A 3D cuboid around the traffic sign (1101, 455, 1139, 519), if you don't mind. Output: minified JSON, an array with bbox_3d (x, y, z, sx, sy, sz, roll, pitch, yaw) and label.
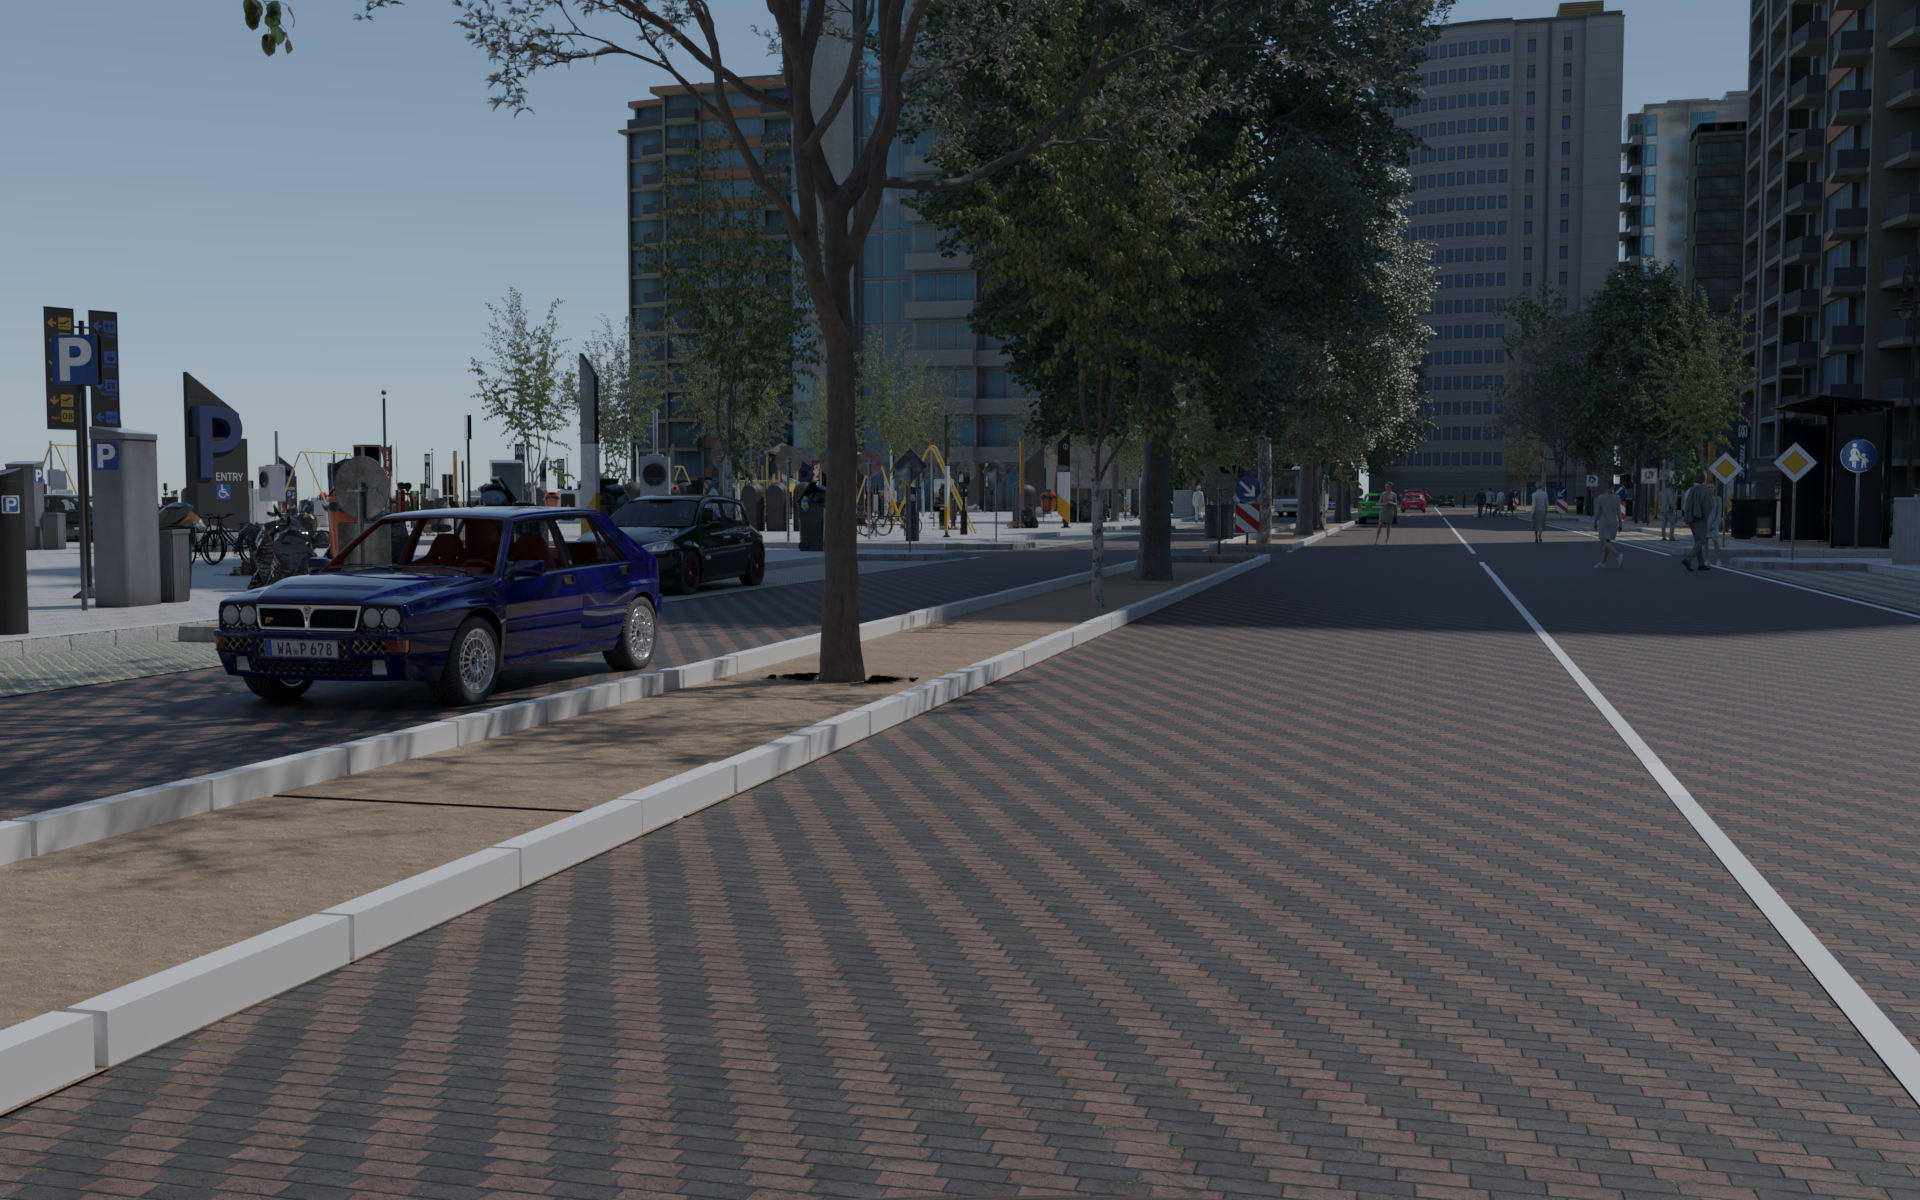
[{"bbox_3d":[8.067,-5.766,88.139,2.265,3.308,0.079,1,4,19],"label":"traffic sign"}]

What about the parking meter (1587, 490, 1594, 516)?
[{"bbox_3d":[36.731,-5.659,100.933,0.372,1.533,0.369,0,3,0],"label":"parking meter"}]

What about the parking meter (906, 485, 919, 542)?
[{"bbox_3d":[-1.287,-2.355,46.909,0.372,1.533,0.369,0,3,0],"label":"parking meter"}]

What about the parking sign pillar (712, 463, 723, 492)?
[{"bbox_3d":[-12.955,-6.420,93.445,1.447,3.967,1.447,1,4,14],"label":"parking sign pillar"}]

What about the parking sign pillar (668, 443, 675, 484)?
[{"bbox_3d":[-15.384,-6.296,91.415,1.447,3.967,1.447,0,4,2],"label":"parking sign pillar"}]

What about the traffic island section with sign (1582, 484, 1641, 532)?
[{"bbox_3d":[24.889,-3.519,66.171,1.989,1.847,2.006,1,4,15],"label":"traffic island section with sign"}]

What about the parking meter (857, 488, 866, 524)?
[{"bbox_3d":[-4.136,-3.916,72.433,0.372,1.533,0.369,0,3,0],"label":"parking meter"}]

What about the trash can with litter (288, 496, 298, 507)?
[{"bbox_3d":[-30.356,-4.170,79.239,2.233,1.210,1.678,2,4,31],"label":"trash can with litter"}]

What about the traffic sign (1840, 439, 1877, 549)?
[{"bbox_3d":[20.910,-2.462,40.353,0.768,2.556,0.104,1,4,23],"label":"traffic sign"}]

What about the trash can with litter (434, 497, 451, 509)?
[{"bbox_3d":[-17.388,-2.815,57.418,0.624,1.170,1.055,1,4,9],"label":"trash can with litter"}]

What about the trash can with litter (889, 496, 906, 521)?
[{"bbox_3d":[-3.032,-4.287,81.486,1.055,1.170,0.624,-1,4,-12],"label":"trash can with litter"}]

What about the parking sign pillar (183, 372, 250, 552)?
[{"bbox_3d":[-16.598,-3.071,38.688,1.447,3.967,1.447,2,4,32],"label":"parking sign pillar"}]

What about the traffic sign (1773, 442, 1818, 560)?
[{"bbox_3d":[16.131,-1.827,33.511,0.795,2.450,0.064,1,4,15],"label":"traffic sign"}]

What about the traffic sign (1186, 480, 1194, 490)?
[{"bbox_3d":[15.877,-7.297,119.306,0.884,2.594,0.081,1,4,17],"label":"traffic sign"}]

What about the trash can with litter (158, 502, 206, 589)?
[{"bbox_3d":[-10.546,-0.701,22.853,0.624,1.170,1.055,1,4,21],"label":"trash can with litter"}]

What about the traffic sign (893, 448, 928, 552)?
[{"bbox_3d":[-1.103,-2.109,38.127,0.795,2.450,0.064,1,4,15],"label":"traffic sign"}]

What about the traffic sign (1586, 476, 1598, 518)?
[{"bbox_3d":[34.346,-5.628,94.146,0.606,2.300,0.079,1,4,20],"label":"traffic sign"}]

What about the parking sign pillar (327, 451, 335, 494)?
[{"bbox_3d":[-38.827,-7.255,107.089,1.447,3.967,1.447,-1,4,-18],"label":"parking sign pillar"}]

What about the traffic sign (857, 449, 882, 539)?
[{"bbox_3d":[-2.569,-2.985,48.915,0.768,2.556,0.104,1,4,18],"label":"traffic sign"}]

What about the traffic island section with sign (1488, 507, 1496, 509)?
[{"bbox_3d":[51.546,-9.610,165.755,1.989,1.847,2.006,1,4,15],"label":"traffic island section with sign"}]

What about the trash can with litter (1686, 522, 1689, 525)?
[{"bbox_3d":[30.735,-3.714,72.118,1.055,1.170,0.624,2,4,26],"label":"trash can with litter"}]

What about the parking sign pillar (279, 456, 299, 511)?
[{"bbox_3d":[-46.312,-7.995,119.188,1.447,3.967,1.447,2,4,32],"label":"parking sign pillar"}]

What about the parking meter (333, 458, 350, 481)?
[{"bbox_3d":[-9.967,-1.372,28.151,0.255,1.863,0.399,1,4,9],"label":"parking meter"}]

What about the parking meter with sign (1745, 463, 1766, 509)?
[{"bbox_3d":[44.477,-6.129,96.473,1.738,3.016,0.543,-1,4,-15],"label":"parking meter with sign"}]

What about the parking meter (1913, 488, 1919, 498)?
[{"bbox_3d":[39.642,-3.870,71.683,0.372,1.533,0.369,0,3,0],"label":"parking meter"}]

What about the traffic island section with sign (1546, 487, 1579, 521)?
[{"bbox_3d":[31.922,-5.126,92.439,1.989,1.847,2.006,1,4,15],"label":"traffic island section with sign"}]

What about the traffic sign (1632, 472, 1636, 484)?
[{"bbox_3d":[37.773,-5.890,96.402,0.768,2.556,0.104,1,4,19],"label":"traffic sign"}]

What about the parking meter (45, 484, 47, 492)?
[{"bbox_3d":[-52.253,-5.690,98.747,0.399,1.863,0.255,1,4,22],"label":"parking meter"}]

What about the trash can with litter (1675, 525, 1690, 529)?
[{"bbox_3d":[27.253,-3.256,64.298,2.233,1.210,1.678,-1,4,-16],"label":"trash can with litter"}]

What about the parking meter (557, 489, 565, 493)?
[{"bbox_3d":[-20.065,-4.818,87.183,0.372,1.533,0.369,0,3,0],"label":"parking meter"}]

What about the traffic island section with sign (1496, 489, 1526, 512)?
[{"bbox_3d":[44.569,-8.018,139.715,1.989,1.847,2.006,1,4,15],"label":"traffic island section with sign"}]

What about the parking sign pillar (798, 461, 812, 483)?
[{"bbox_3d":[-11.143,-8.327,124.623,1.447,3.967,1.447,-1,4,-11],"label":"parking sign pillar"}]

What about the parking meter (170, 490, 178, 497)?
[{"bbox_3d":[-44.208,-5.445,97.442,0.372,1.533,0.369,0,3,0],"label":"parking meter"}]

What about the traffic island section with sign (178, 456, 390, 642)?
[{"bbox_3d":[-6.341,-0.535,17.374,1.989,1.847,2.006,1,4,15],"label":"traffic island section with sign"}]

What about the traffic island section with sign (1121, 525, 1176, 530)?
[{"bbox_3d":[7.629,-3.729,69.593,1.989,1.847,2.006,1,4,15],"label":"traffic island section with sign"}]

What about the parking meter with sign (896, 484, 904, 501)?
[{"bbox_3d":[-4.078,-7.846,124.547,1.738,3.016,0.543,-3,5,-43],"label":"parking meter with sign"}]

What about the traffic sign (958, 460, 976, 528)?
[{"bbox_3d":[0.241,-3.961,64.862,0.768,2.556,0.104,2,4,25],"label":"traffic sign"}]

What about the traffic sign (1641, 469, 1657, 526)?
[{"bbox_3d":[27.792,-4.146,69.910,0.606,2.300,0.079,1,4,16],"label":"traffic sign"}]

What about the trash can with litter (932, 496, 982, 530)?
[{"bbox_3d":[-0.224,-3.157,62.676,1.678,1.210,2.233,-1,4,-13],"label":"trash can with litter"}]

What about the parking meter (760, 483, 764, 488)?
[{"bbox_3d":[-10.446,-5.185,90.490,0.399,1.863,0.255,2,4,25],"label":"parking meter"}]

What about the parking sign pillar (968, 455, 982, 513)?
[{"bbox_3d":[0.776,-8.060,120.258,1.447,3.967,1.447,3,4,38],"label":"parking sign pillar"}]

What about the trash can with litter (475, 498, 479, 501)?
[{"bbox_3d":[-14.119,-2.483,51.989,0.624,1.170,1.055,-3,4,-38],"label":"trash can with litter"}]

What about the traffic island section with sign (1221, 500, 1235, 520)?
[{"bbox_3d":[14.800,-5.368,96.397,1.989,1.847,2.006,1,4,15],"label":"traffic island section with sign"}]

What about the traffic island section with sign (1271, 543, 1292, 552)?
[{"bbox_3d":[7.342,-2.184,43.847,2.006,1.907,1.989,1,4,15],"label":"traffic island section with sign"}]

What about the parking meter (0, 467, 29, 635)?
[{"bbox_3d":[-8.755,-0.455,15.849,0.372,1.533,0.369,0,3,0],"label":"parking meter"}]

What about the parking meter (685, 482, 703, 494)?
[{"bbox_3d":[-5.488,-1.675,35.800,0.372,1.533,0.369,0,3,0],"label":"parking meter"}]

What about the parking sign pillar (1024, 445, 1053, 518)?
[{"bbox_3d":[4.022,-6.515,94.985,1.447,3.967,1.447,-3,5,-44],"label":"parking sign pillar"}]

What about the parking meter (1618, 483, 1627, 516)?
[{"bbox_3d":[36.301,-5.459,94.963,0.255,1.863,0.399,-2,4,-32],"label":"parking meter"}]

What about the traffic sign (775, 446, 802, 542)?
[{"bbox_3d":[-4.584,-2.819,46.194,0.768,2.556,0.104,1,4,19],"label":"traffic sign"}]

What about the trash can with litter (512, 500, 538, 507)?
[{"bbox_3d":[-7.552,-1.178,30.640,0.624,1.170,1.055,1,4,17],"label":"trash can with litter"}]

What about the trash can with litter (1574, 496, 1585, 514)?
[{"bbox_3d":[39.707,-6.096,111.057,0.624,1.170,1.055,1,4,20],"label":"trash can with litter"}]

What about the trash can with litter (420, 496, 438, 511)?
[{"bbox_3d":[-16.615,-2.564,52.984,2.233,1.210,1.678,0,4,-8],"label":"trash can with litter"}]

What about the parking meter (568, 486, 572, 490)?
[{"bbox_3d":[-28.071,-7.280,124.742,0.255,1.863,0.399,0,4,-6],"label":"parking meter"}]

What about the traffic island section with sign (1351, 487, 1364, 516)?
[{"bbox_3d":[26.758,-6.624,116.444,2.006,1.907,1.989,1,4,15],"label":"traffic island section with sign"}]

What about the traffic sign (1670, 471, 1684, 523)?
[{"bbox_3d":[31.314,-4.498,75.672,0.606,2.300,0.079,2,4,24],"label":"traffic sign"}]

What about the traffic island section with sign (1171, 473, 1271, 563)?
[{"bbox_3d":[5.418,-1.747,36.694,2.006,1.907,1.989,1,4,15],"label":"traffic island section with sign"}]

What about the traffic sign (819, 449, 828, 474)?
[{"bbox_3d":[-3.516,-2.886,47.299,0.768,2.556,0.104,1,4,22],"label":"traffic sign"}]

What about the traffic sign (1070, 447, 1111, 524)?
[{"bbox_3d":[5.406,-4.950,74.799,2.265,3.308,0.079,1,4,17],"label":"traffic sign"}]

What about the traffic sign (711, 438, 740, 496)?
[{"bbox_3d":[-5.374,-2.414,39.572,0.768,2.556,0.104,2,4,24],"label":"traffic sign"}]
